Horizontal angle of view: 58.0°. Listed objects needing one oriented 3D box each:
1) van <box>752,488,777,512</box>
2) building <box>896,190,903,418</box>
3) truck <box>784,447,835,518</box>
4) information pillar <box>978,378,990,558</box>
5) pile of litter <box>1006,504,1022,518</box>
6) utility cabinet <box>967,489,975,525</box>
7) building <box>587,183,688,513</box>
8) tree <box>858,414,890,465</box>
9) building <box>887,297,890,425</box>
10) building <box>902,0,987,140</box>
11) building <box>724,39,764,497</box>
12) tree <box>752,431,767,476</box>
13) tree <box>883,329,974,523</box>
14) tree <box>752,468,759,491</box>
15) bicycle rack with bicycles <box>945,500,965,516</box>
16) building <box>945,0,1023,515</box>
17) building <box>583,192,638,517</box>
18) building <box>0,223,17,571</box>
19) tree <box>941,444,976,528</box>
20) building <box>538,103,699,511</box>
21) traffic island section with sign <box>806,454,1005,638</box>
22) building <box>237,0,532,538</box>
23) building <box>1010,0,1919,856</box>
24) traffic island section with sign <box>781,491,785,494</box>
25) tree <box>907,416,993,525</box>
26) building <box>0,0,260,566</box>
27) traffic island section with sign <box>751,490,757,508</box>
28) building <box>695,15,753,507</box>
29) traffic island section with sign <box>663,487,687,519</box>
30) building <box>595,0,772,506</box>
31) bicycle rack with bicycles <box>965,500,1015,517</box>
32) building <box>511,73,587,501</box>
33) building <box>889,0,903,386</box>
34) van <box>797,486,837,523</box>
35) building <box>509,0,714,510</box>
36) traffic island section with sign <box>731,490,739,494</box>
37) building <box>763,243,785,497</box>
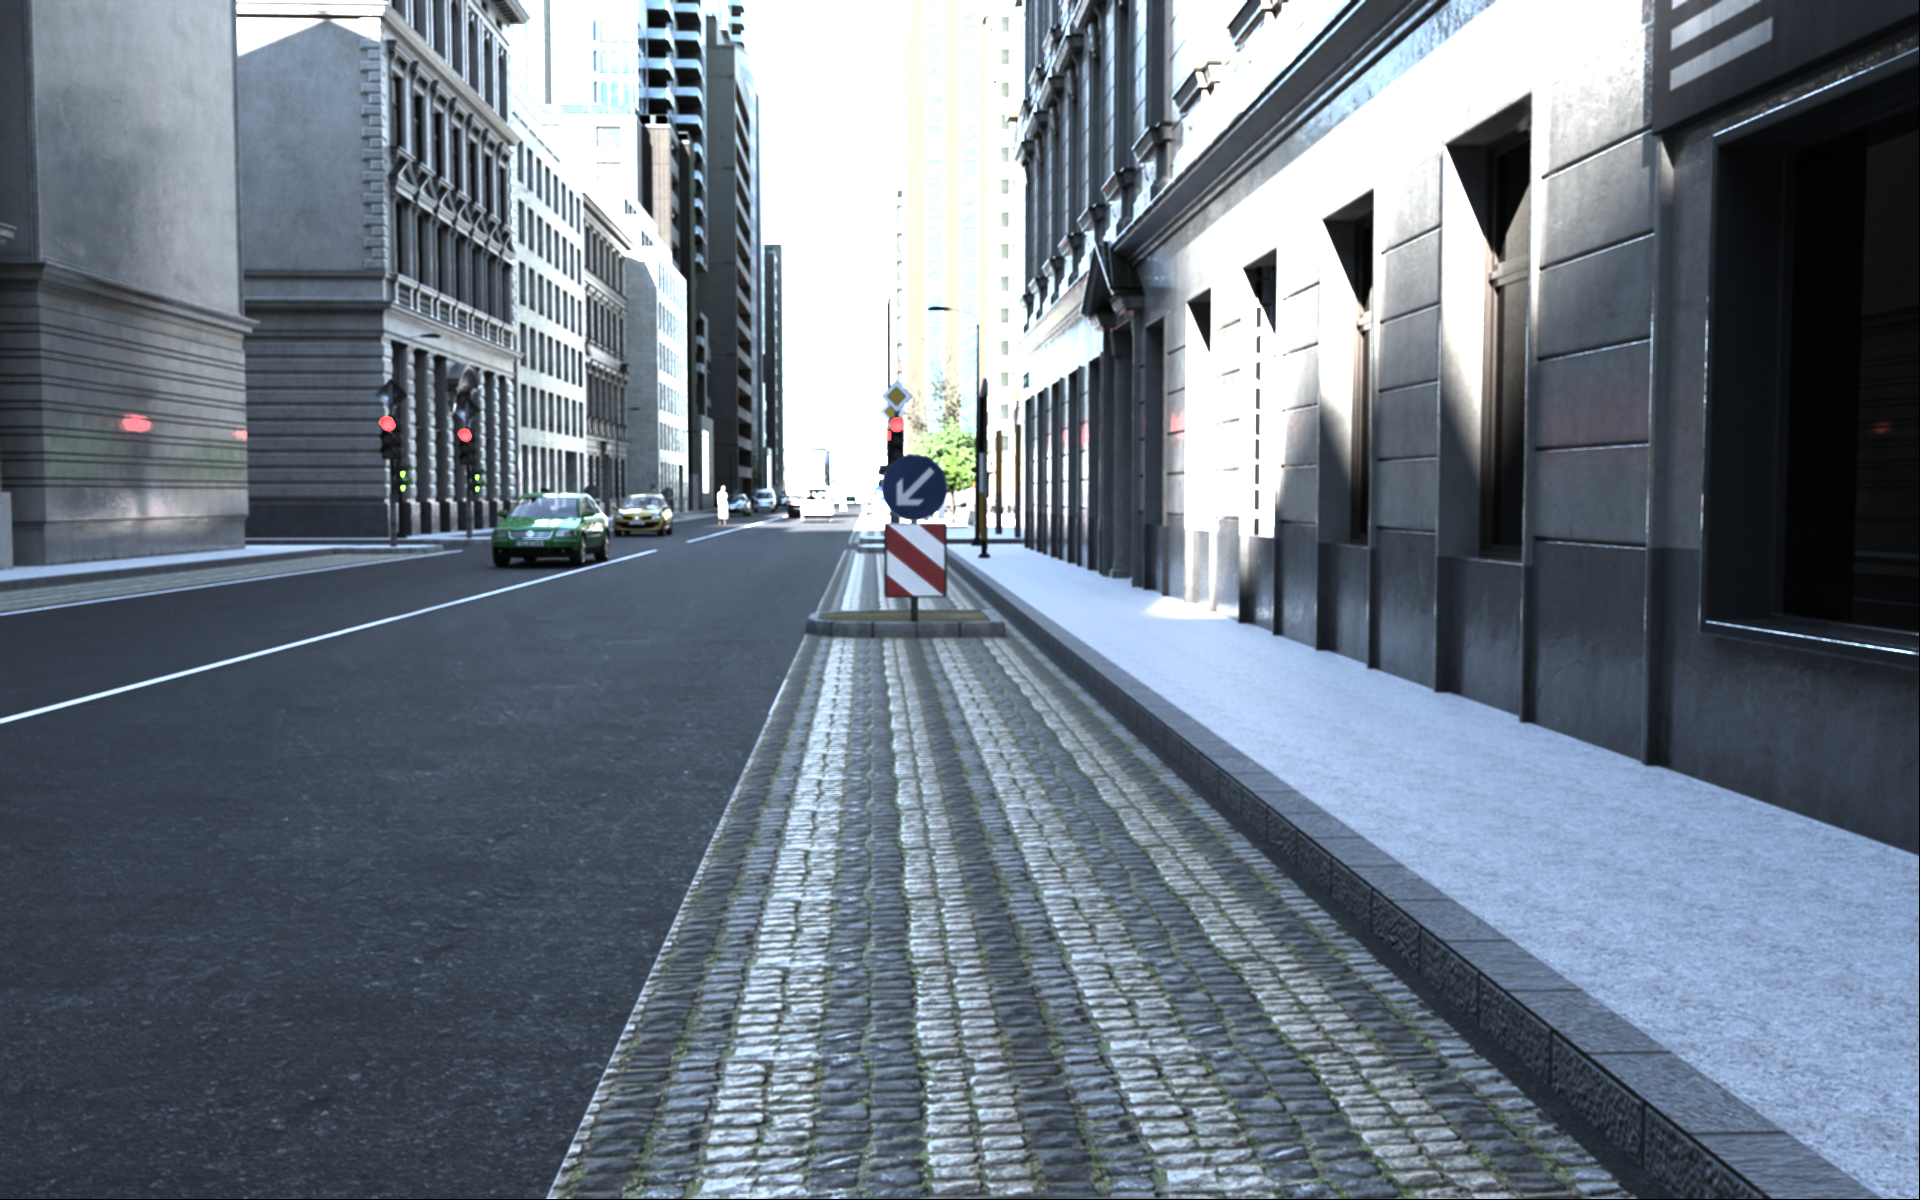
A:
[{"bbox_3d":[-15.521,-7.986,137.580,2.013,2.044,4.112,0,4,-4],"label":"van"},{"bbox_3d":[0.817,-24.185,167.118,14.160,30.474,14.107,0,4,-3],"label":"building"},{"bbox_3d":[-9.445,-7.337,108.865,2.839,4.237,11.283,0,4,-2],"label":"truck"},{"bbox_3d":[0.472,-2.660,34.846,0.183,3.616,0.504,1,4,11],"label":"information pillar"},{"bbox_3d":[3.045,-4.796,92.371,1.176,0.858,1.719,-1,4,-8],"label":"pile of litter"},{"bbox_3d":[0.560,-3.797,70.757,0.318,1.500,1.173,1,4,13],"label":"utility cabinet"},{"bbox_3d":[-24.261,-15.915,114.968,10.420,20.320,16.860,0,4,-3],"label":"building"},{"bbox_3d":[-7.279,-18.404,211.272,12.009,13.543,11.850,0,3,0],"label":"tree"},{"bbox_3d":[-3.706,-29.497,253.974,14.160,30.474,14.107,0,4,-3],"label":"building"},{"bbox_3d":[2.472,-29.844,138.067,14.600,45.320,14.200,0,4,-3],"label":"building"},{"bbox_3d":[-36.704,-41.570,221.660,21.231,58.520,28.212,0,4,-3],"label":"building"},{"bbox_3d":[-24.381,-15.322,200.883,4.360,8.622,3.978,0,3,0],"label":"tree"},{"bbox_3d":[-1.179,-7.782,77.604,4.360,8.622,3.978,0,3,0],"label":"tree"},{"bbox_3d":[-24.110,-12.955,195.522,4.285,4.588,4.351,0,3,0],"label":"tree"},{"bbox_3d":[-0.812,-5.339,100.666,2.925,0.926,2.852,-1,4,-11],"label":"bicycle rack with bicycles"},{"bbox_3d":[14.440,-25.851,114.539,32.217,40.220,23.993,0,4,-3],"label":"building"},{"bbox_3d":[-24.368,-14.136,95.745,10.561,19.102,19.286,0,4,-3],"label":"building"},{"bbox_3d":[-21.741,-14.055,17.186,14.401,28.519,23.554,0,4,-3],"label":"building"},{"bbox_3d":[-0.335,-4.377,66.163,1.663,3.219,1.824,0,3,0],"label":"tree"},{"bbox_3d":[-27.751,-22.021,131.740,14.160,30.474,14.107,0,4,-3],"label":"building"},{"bbox_3d":[-0.597,-0.578,18.079,1.989,1.847,2.006,0,4,-3],"label":"traffic island section with sign"},{"bbox_3d":[-21.964,-14.068,58.889,11.050,23.489,19.941,0,4,-3],"label":"building"},{"bbox_3d":[10.467,-14.955,20.935,17.030,29.872,44.131,0,4,-3],"label":"building"},{"bbox_3d":[-23.599,-13.670,232.125,1.989,1.847,2.006,0,4,-3],"label":"traffic island section with sign"},{"bbox_3d":[-0.237,-5.471,73.164,4.285,4.588,4.351,0,3,0],"label":"tree"},{"bbox_3d":[-26.280,-12.138,34.612,21.152,22.565,11.583,0,4,-3],"label":"building"},{"bbox_3d":[-20.789,-10.310,177.189,1.989,1.847,2.006,0,4,-3],"label":"traffic island section with sign"},{"bbox_3d":[-33.146,-34.030,180.100,21.300,48.544,21.600,0,4,-3],"label":"building"},{"bbox_3d":[-16.839,-5.597,100.134,1.989,1.847,2.006,0,4,-3],"label":"traffic island section with sign"},{"bbox_3d":[-38.361,-57.354,250.411,22.319,86.520,31.000,0,4,-3],"label":"building"},{"bbox_3d":[2.335,-5.264,99.443,2.852,0.926,2.925,-1,4,-23],"label":"bicycle rack with bicycles"},{"bbox_3d":[-23.470,-13.635,77.691,10.420,20.320,16.860,0,4,-3],"label":"building"},{"bbox_3d":[2.911,-39.483,187.541,21.231,58.520,28.212,0,4,-3],"label":"building"},{"bbox_3d":[-7.284,-4.970,88.275,2.013,2.044,4.112,0,4,-5],"label":"van"},{"bbox_3d":[-32.770,-51.354,152.314,22.319,86.520,31.000,0,4,-3],"label":"building"},{"bbox_3d":[-19.386,-8.633,149.783,1.989,1.847,2.006,0,4,-3],"label":"traffic island section with sign"},{"bbox_3d":[-35.265,-36.145,274.570,14.154,41.232,14.086,0,4,-3],"label":"building"}]
